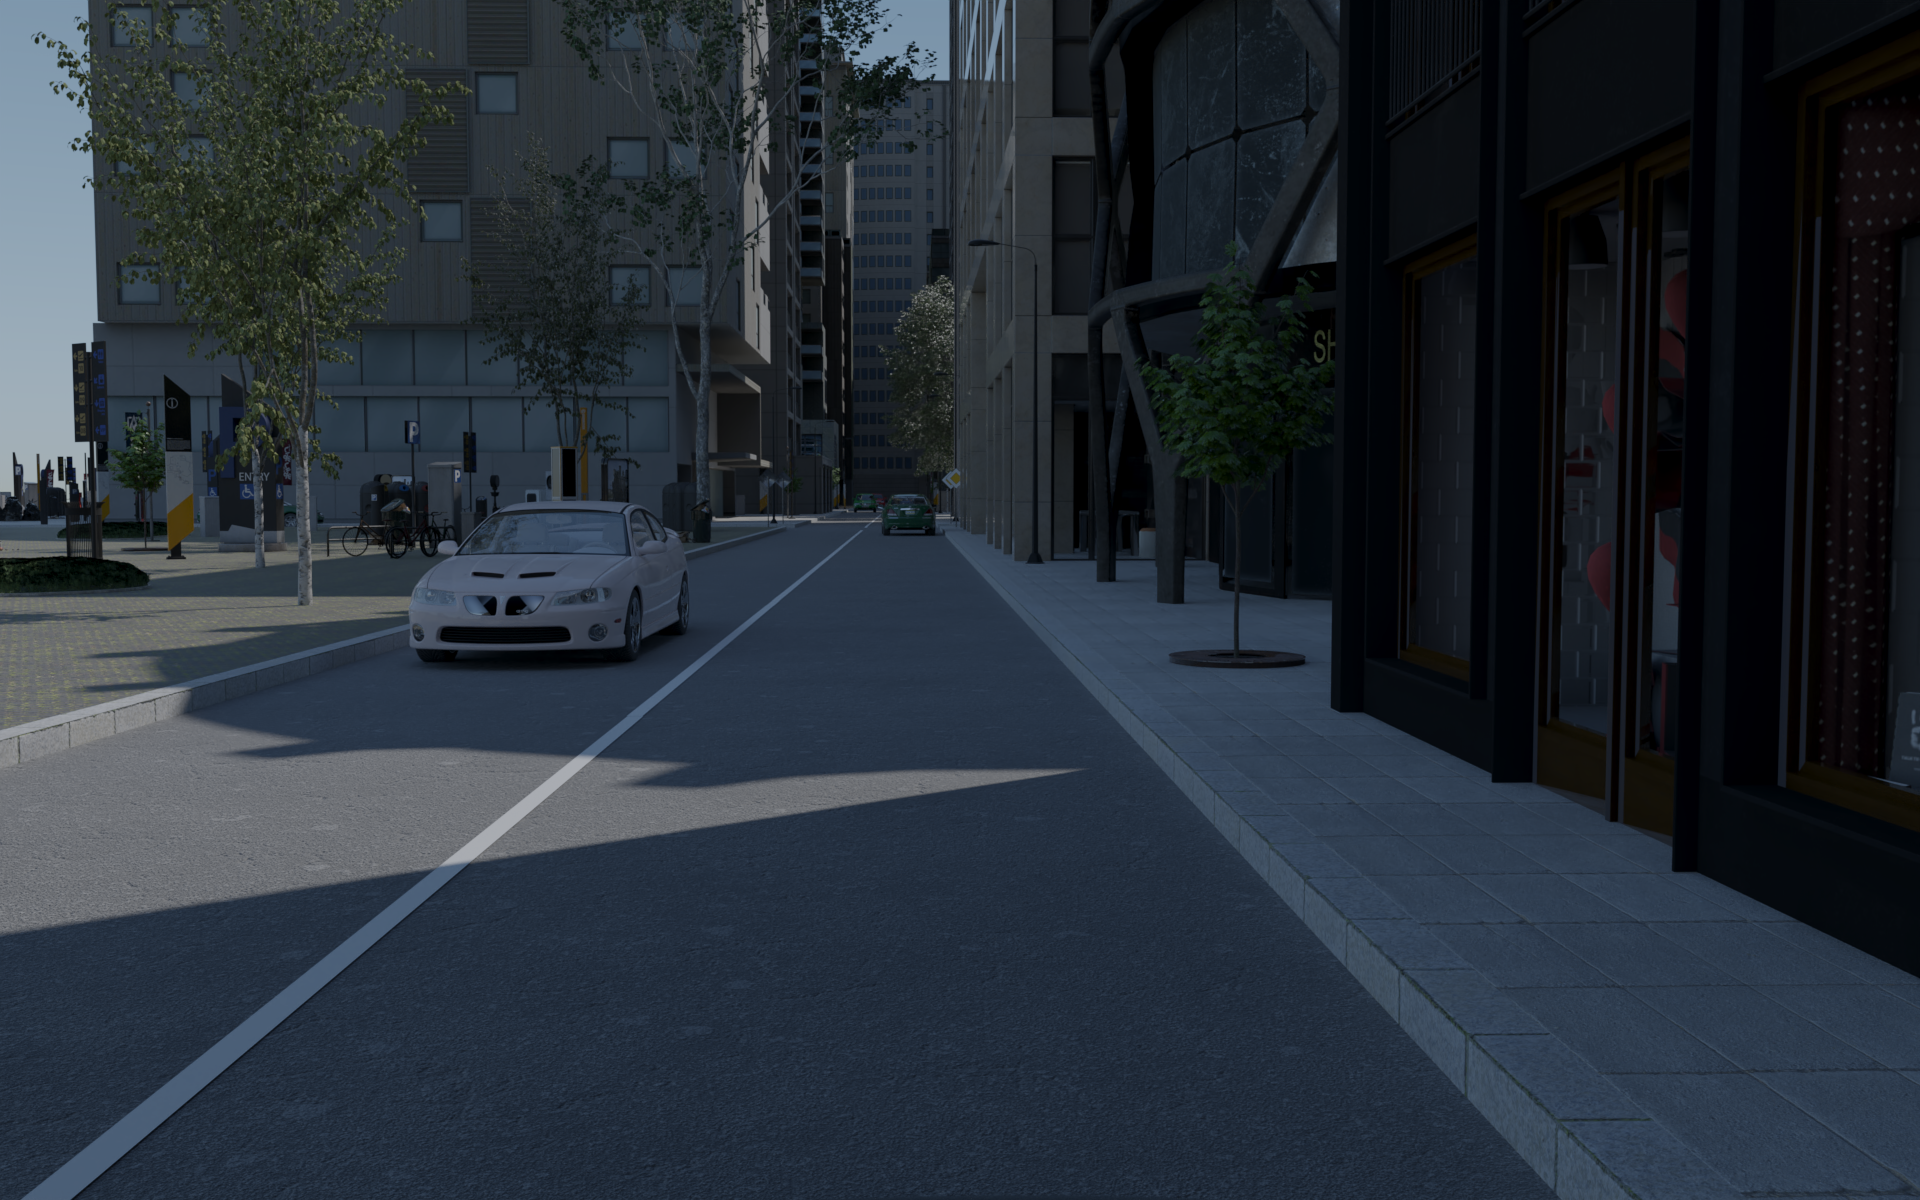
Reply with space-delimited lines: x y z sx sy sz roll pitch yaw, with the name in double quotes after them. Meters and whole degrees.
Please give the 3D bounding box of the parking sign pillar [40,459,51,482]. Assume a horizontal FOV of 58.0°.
-70.651 -8.895 133.911 1.447 3.967 1.447 -1 4 -12 "parking sign pillar"

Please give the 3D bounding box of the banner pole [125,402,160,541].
-22.113 -3.472 46.790 0.401 3.779 0.863 3 5 41 "banner pole"

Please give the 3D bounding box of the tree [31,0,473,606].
-7.781 -4.238 19.649 4.737 8.622 4.395 0 3 0 "tree"

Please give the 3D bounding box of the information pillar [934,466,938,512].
-1.717 -8.044 122.873 0.183 3.616 0.504 -3 4 -36 "information pillar"

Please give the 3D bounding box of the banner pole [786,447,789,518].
-9.080 -6.188 91.187 0.401 3.779 0.863 0 4 -4 "banner pole"

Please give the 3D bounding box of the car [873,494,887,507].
-8.177 -9.713 167.847 2.155 1.783 4.494 0 4 -4 "car"

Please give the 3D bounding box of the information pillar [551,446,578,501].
-6.129 -1.369 26.879 0.304 2.012 0.304 -3 5 -41 "information pillar"

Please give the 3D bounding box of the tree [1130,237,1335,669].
2.026 -1.140 13.241 1.663 3.219 1.824 0 3 0 "tree"

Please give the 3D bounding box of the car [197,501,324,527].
-28.544 -3.608 70.794 4.920 1.459 2.131 0 4 -3 "car"

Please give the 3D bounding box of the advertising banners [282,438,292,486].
-21.456 -3.521 53.754 0.090 3.025 2.074 2 4 27 "advertising banners"

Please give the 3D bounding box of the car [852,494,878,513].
-7.417 -7.734 135.240 1.959 1.807 4.718 0 4 -3 "car"

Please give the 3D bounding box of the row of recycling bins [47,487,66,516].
-53.109 -5.781 101.638 1.069 1.692 3.534 -1 4 -20 "row of recycling bins"

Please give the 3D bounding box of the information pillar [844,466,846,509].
-9.671 -9.405 145.133 0.183 3.616 0.504 -1 4 -13 "information pillar"

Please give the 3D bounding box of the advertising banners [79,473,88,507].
-74.055 -9.139 145.615 0.090 3.025 2.074 1 4 19 "advertising banners"

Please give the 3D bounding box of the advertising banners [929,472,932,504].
-2.336 -8.615 137.048 0.090 3.025 2.074 0 4 -5 "advertising banners"

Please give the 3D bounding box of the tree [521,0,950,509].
-6.660 -11.915 50.699 12.611 20.169 13.585 0 3 0 "tree"

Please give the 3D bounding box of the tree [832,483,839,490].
-11.270 -9.253 145.882 1.663 3.219 1.824 0 3 0 "tree"

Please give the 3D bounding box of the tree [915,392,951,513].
-1.134 -10.375 119.997 4.360 8.622 3.978 0 3 0 "tree"

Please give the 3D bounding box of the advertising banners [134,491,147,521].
-29.909 -4.107 63.329 0.090 3.025 2.074 -3 5 -39 "advertising banners"

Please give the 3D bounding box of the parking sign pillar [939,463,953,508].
-1.063 -8.662 130.103 1.447 3.967 1.447 -2 4 -34 "parking sign pillar"

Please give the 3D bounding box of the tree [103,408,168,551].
-18.582 -2.734 39.302 1.663 3.219 1.824 0 3 0 "tree"

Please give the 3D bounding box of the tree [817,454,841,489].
-11.340 -9.449 138.207 4.285 4.588 4.351 0 3 0 "tree"

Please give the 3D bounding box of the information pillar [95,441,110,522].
-31.727 -4.447 64.065 0.183 3.616 0.504 2 4 24 "information pillar"

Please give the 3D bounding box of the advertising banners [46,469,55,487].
-64.569 -7.659 121.413 2.074 3.025 0.090 -1 4 -17 "advertising banners"

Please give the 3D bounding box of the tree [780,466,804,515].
-10.159 -6.742 104.826 1.663 3.219 1.824 0 3 0 "tree"

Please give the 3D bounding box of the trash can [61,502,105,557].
-16.340 -1.263 32.311 0.748 1.137 0.748 0 3 0 "trash can"

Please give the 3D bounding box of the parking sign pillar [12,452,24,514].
-60.654 -7.530 111.580 1.447 3.967 1.447 -1 4 -21 "parking sign pillar"

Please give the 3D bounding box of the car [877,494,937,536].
-1.834 -3.013 61.062 2.131 1.459 4.920 0 4 -4 "car"

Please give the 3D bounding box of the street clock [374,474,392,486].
-21.115 -3.583 63.152 0.358 2.002 0.471 2 4 25 "street clock"

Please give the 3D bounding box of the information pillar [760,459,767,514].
-12.434 -7.221 109.418 0.504 3.616 0.183 -1 4 -9 "information pillar"

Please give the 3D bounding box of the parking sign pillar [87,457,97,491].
-63.642 -8.486 127.216 1.447 3.967 1.447 -1 4 -12 "parking sign pillar"

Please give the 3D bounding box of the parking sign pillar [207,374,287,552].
-15.869 -3.074 38.739 1.447 3.967 1.447 0 4 2 "parking sign pillar"

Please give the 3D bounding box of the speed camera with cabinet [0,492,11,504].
-65.739 -7.578 118.236 0.660 3.252 2.038 1 4 11 "speed camera with cabinet"

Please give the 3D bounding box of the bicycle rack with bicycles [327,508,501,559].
-11.500 -1.367 35.728 2.852 0.926 2.925 2 4 29 "bicycle rack with bicycles"

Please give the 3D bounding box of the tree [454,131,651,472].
-8.077 -5.198 35.356 4.360 8.622 3.978 0 3 0 "tree"

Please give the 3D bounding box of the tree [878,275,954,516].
-0.177 -11.850 100.410 9.857 13.997 8.962 0 3 0 "tree"

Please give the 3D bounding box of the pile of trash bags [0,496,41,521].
-45.200 -4.386 81.462 1.912 1.369 3.447 2 4 26 "pile of trash bags"

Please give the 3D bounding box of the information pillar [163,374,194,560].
-15.347 -2.608 33.997 0.504 3.616 0.183 -2 4 -32 "information pillar"

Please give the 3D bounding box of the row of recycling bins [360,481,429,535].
-17.797 -2.992 56.035 1.069 1.692 3.534 3 4 37 "row of recycling bins"

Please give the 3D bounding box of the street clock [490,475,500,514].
-17.722 -3.758 66.011 0.358 2.002 0.471 0 4 3 "street clock"

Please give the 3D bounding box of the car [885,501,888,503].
-4.063 -6.302 115.620 1.945 1.354 3.894 0 4 -1 "car"

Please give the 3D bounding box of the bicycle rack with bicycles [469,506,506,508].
-13.594 -2.290 50.818 2.925 0.926 2.852 2 4 25 "bicycle rack with bicycles"

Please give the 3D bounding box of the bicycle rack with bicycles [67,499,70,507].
-66.269 -7.145 130.196 2.852 0.926 2.925 -1 4 -18 "bicycle rack with bicycles"

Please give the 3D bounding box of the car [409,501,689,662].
-3.709 -0.241 16.305 2.083 1.381 4.827 0 4 0 "car"

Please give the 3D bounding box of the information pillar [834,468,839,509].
-10.583 -9.598 148.284 0.504 3.616 0.183 -1 4 -11 "information pillar"

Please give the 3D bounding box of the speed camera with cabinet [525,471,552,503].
-15.844 -4.401 66.296 2.038 3.252 0.660 3 5 42 "speed camera with cabinet"

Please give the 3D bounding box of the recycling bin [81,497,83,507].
-67.531 -7.434 134.094 0.722 1.027 0.722 0 3 0 "recycling bin"

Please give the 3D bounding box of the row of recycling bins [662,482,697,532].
-9.575 -3.251 60.265 1.069 1.692 3.534 -2 4 -25 "row of recycling bins"

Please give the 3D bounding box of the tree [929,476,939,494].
-2.286 -9.796 154.759 1.663 3.219 1.824 0 3 0 "tree"
